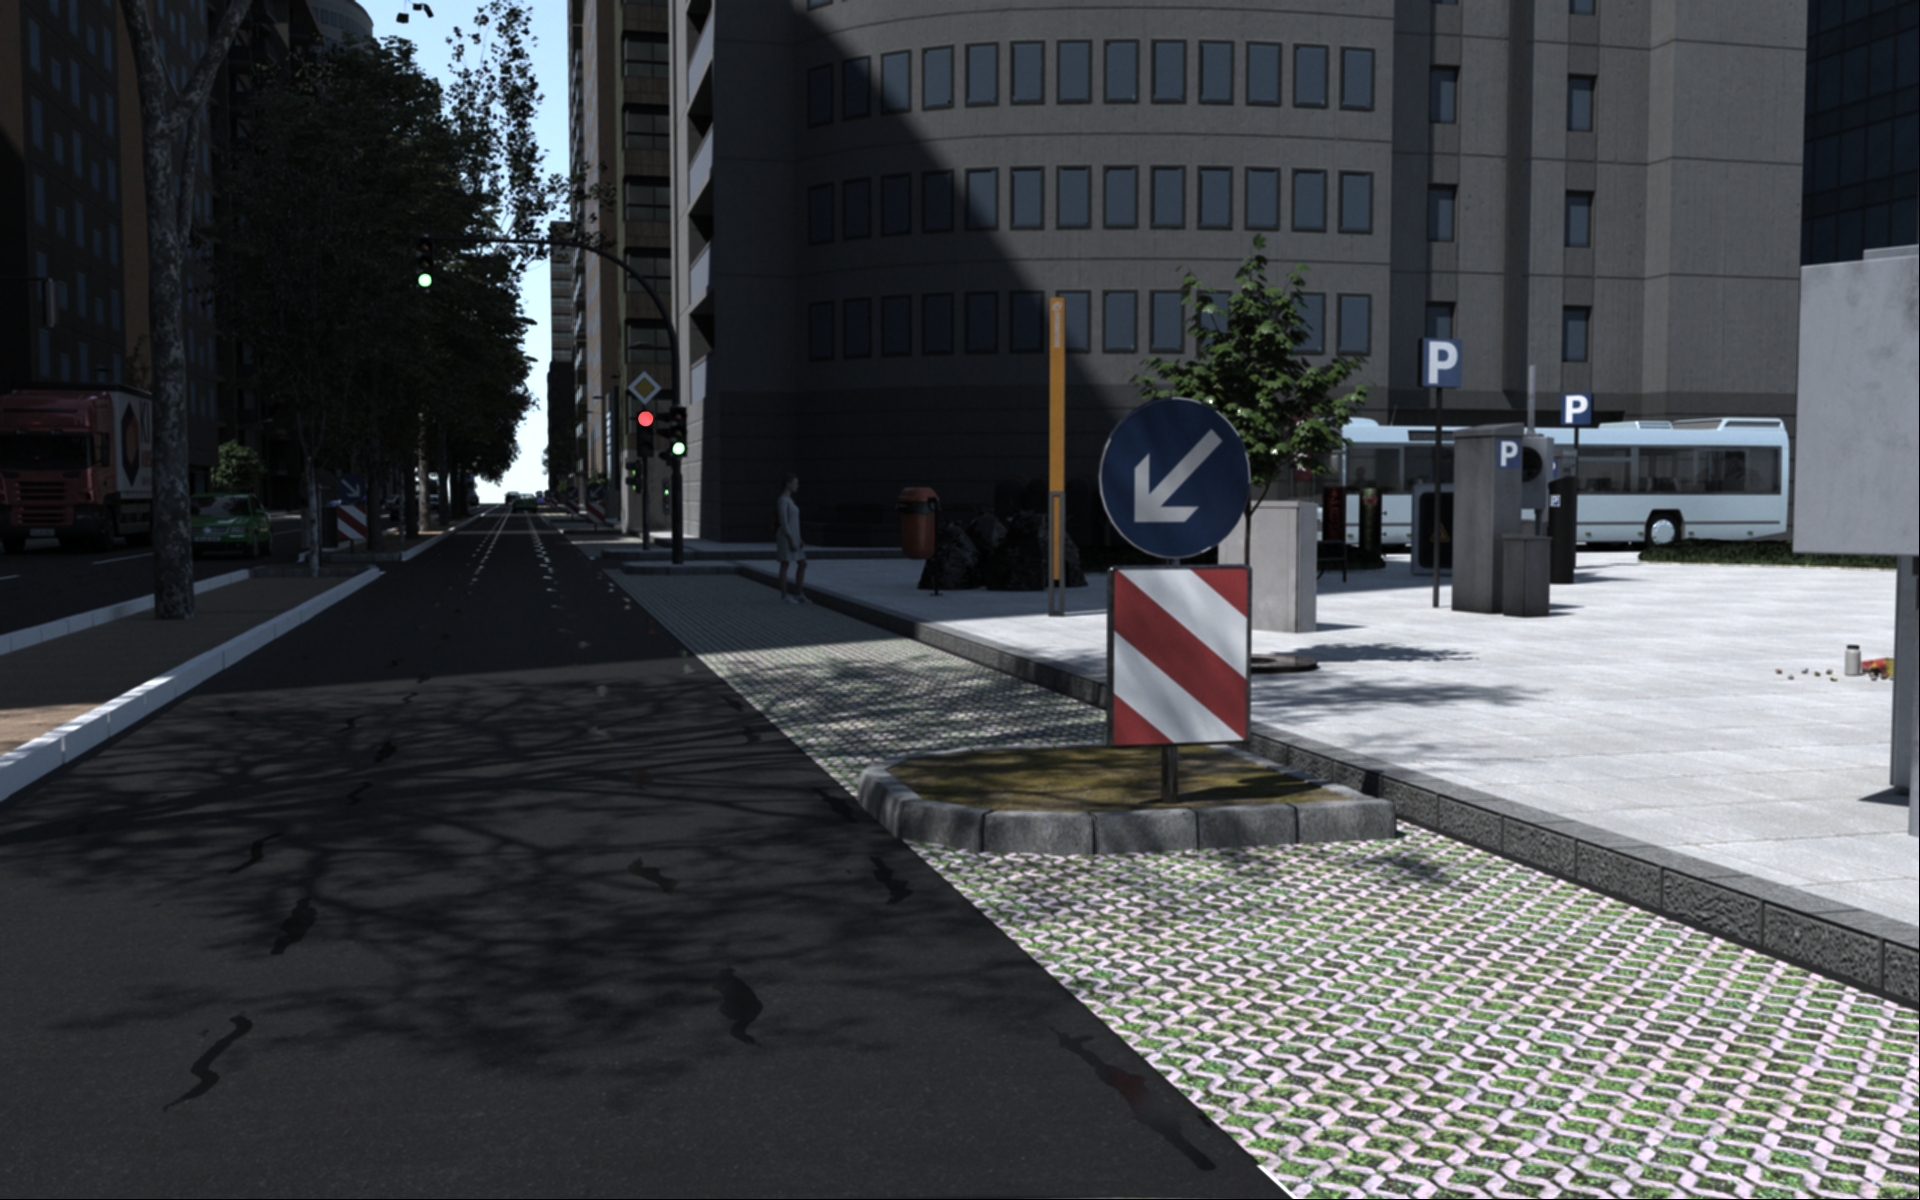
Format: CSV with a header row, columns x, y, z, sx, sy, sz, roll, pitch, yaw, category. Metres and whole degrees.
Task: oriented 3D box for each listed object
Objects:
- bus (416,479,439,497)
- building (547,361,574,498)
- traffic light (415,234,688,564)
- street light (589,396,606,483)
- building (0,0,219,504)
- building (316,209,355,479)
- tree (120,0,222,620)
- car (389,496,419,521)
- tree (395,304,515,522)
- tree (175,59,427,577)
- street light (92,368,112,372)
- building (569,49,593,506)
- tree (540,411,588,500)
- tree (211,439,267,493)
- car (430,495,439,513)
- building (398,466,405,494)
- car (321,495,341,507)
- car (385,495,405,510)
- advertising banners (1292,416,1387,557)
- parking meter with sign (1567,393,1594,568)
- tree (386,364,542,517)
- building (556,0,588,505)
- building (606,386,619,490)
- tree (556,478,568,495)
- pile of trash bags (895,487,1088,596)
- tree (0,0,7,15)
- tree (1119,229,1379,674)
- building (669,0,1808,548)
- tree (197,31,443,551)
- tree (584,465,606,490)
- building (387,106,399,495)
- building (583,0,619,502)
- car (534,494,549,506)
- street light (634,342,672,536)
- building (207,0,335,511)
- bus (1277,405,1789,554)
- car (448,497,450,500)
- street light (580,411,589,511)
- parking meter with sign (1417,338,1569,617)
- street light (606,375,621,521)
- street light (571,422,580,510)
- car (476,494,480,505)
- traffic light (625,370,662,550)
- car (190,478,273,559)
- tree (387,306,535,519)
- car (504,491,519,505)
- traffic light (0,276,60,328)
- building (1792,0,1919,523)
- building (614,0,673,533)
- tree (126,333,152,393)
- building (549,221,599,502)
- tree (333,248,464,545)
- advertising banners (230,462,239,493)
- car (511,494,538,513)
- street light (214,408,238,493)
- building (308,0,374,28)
x,y,z,sx,sy,sz,roll,pitch,yaw,category
-62.952,-12.899,205.754,2.948,3.499,13.247,-1,4,-13,bus
-43.392,-24.327,242.783,27.650,21.520,28.899,-1,4,-14,building
-7.223,-3.450,31.069,4.771,5.953,1.251,-1,4,-14,traffic light
-16.748,-6.725,82.492,1.470,5.913,1.316,-1,4,-14,street light
-43.978,-26.384,81.490,14.600,45.320,14.200,-1,4,-14,building
-67.246,-24.287,168.791,14.160,30.474,14.107,-1,4,-14,building
-7.596,-9.806,18.682,12.611,20.169,13.585,0,3,0,tree
-30.119,-5.014,94.558,1.945,1.354,3.894,-1,4,-13,car
-26.097,-9.732,87.332,9.928,11.665,9.643,0,3,0,tree
-10.993,-4.672,29.208,4.360,8.622,3.978,0,3,0,tree
-32.022,-5.594,63.995,1.470,5.913,1.316,-1,4,-14,street light
-27.170,-33.915,174.111,23.786,49.044,30.456,-1,4,-14,building
-43.617,-15.873,193.930,7.601,10.594,8.767,2,4,29,tree
-43.929,-7.381,104.388,4.285,4.588,4.351,0,3,0,tree
-40.724,-7.371,133.102,1.945,1.354,3.894,-1,4,-14,car
-87.231,-29.271,250.277,14.160,30.474,14.107,-1,4,-14,building
-46.555,-7.229,127.786,1.945,1.707,3.694,-1,4,-15,car
-51.827,-8.995,159.429,2.083,1.381,4.827,-1,4,-13,car
7.510,-2.349,34.593,2.074,3.025,0.090,2,4,34,advertising banners
10.119,-2.030,29.450,0.543,3.016,1.738,3,5,43,parking meter with sign
-30.658,-11.443,106.561,9.611,12.733,9.660,0,3,0,tree
-40.254,-47.604,216.569,20.563,71.187,20.611,-1,4,-14,building
-8.548,-48.087,98.896,22.319,86.520,31.000,-1,4,-14,building
-46.434,-12.734,202.805,1.663,3.219,1.824,0,3,0,tree
0.240,-0.824,23.222,1.912,1.369,3.447,2,4,32,pile of trash bags
-5.400,-5.668,5.505,12.009,13.543,11.850,0,3,0,tree
2.250,-1.107,12.708,1.663,3.219,1.824,0,3,0,tree
6.184,-31.158,51.427,28.212,58.520,21.231,-1,4,-14,building
-14.313,-7.441,42.249,7.486,12.596,7.792,0,3,0,tree
-24.083,-7.360,114.939,1.663,3.219,1.824,0,3,0,tree
-86.153,-41.911,227.243,21.231,58.520,28.212,-1,4,-14,building
-25.407,-30.658,151.363,14.600,45.320,14.200,-1,4,-14,building
-51.288,-12.413,212.545,1.945,1.707,3.694,-1,4,-14,car
-9.288,-4.940,53.315,1.470,5.913,1.316,-1,4,-14,street light
-65.685,-30.068,146.230,22.147,44.769,28.867,-1,4,-14,building
13.234,-2.830,41.130,13.247,3.499,2.948,-1,4,-16,bus
-70.973,-13.757,237.287,2.083,1.381,4.827,-1,4,-15,car
-20.352,-7.612,96.994,1.470,5.913,1.316,-1,4,-14,street light
5.698,-1.375,18.738,0.543,3.016,1.738,-1,4,-22,parking meter with sign
-12.943,-5.826,67.804,1.470,5.913,1.316,-1,4,-14,street light
-24.108,-8.516,111.781,1.470,5.913,1.316,-1,4,-14,street light
-65.215,-13.600,231.407,2.155,1.783,4.494,-1,4,-16,car
-7.189,-3.091,39.461,0.839,4.253,0.868,-1,4,-14,traffic light
-16.736,-1.865,39.282,1.959,1.807,4.718,-1,4,-15,car
-28.362,-11.490,96.977,9.857,13.997,8.962,0,3,0,tree
-59.503,-13.568,230.507,2.281,1.827,5.304,-1,4,-14,car
-21.278,-3.746,35.908,4.771,5.953,1.251,-1,4,-14,traffic light
35.253,-24.826,56.014,14.200,45.320,14.600,-1,4,-14,building
-6.790,-18.219,69.586,14.160,30.474,14.107,-1,4,-14,building
-35.796,-7.584,74.353,4.737,8.622,4.395,0,3,0,tree
-54.591,-35.367,261.848,14.154,41.232,14.086,-1,4,-14,building
-15.715,-5.847,48.411,4.737,8.622,4.395,0,3,0,tree
-40.559,-6.159,96.895,0.090,3.025,2.074,-1,4,-12,advertising banners
-32.822,-7.446,130.545,1.959,1.807,4.718,-1,4,-15,car
-39.475,-7.371,93.057,1.470,5.913,1.316,-1,4,-14,street light
-78.498,-40.248,200.056,21.231,58.520,28.212,-1,4,-14,building
